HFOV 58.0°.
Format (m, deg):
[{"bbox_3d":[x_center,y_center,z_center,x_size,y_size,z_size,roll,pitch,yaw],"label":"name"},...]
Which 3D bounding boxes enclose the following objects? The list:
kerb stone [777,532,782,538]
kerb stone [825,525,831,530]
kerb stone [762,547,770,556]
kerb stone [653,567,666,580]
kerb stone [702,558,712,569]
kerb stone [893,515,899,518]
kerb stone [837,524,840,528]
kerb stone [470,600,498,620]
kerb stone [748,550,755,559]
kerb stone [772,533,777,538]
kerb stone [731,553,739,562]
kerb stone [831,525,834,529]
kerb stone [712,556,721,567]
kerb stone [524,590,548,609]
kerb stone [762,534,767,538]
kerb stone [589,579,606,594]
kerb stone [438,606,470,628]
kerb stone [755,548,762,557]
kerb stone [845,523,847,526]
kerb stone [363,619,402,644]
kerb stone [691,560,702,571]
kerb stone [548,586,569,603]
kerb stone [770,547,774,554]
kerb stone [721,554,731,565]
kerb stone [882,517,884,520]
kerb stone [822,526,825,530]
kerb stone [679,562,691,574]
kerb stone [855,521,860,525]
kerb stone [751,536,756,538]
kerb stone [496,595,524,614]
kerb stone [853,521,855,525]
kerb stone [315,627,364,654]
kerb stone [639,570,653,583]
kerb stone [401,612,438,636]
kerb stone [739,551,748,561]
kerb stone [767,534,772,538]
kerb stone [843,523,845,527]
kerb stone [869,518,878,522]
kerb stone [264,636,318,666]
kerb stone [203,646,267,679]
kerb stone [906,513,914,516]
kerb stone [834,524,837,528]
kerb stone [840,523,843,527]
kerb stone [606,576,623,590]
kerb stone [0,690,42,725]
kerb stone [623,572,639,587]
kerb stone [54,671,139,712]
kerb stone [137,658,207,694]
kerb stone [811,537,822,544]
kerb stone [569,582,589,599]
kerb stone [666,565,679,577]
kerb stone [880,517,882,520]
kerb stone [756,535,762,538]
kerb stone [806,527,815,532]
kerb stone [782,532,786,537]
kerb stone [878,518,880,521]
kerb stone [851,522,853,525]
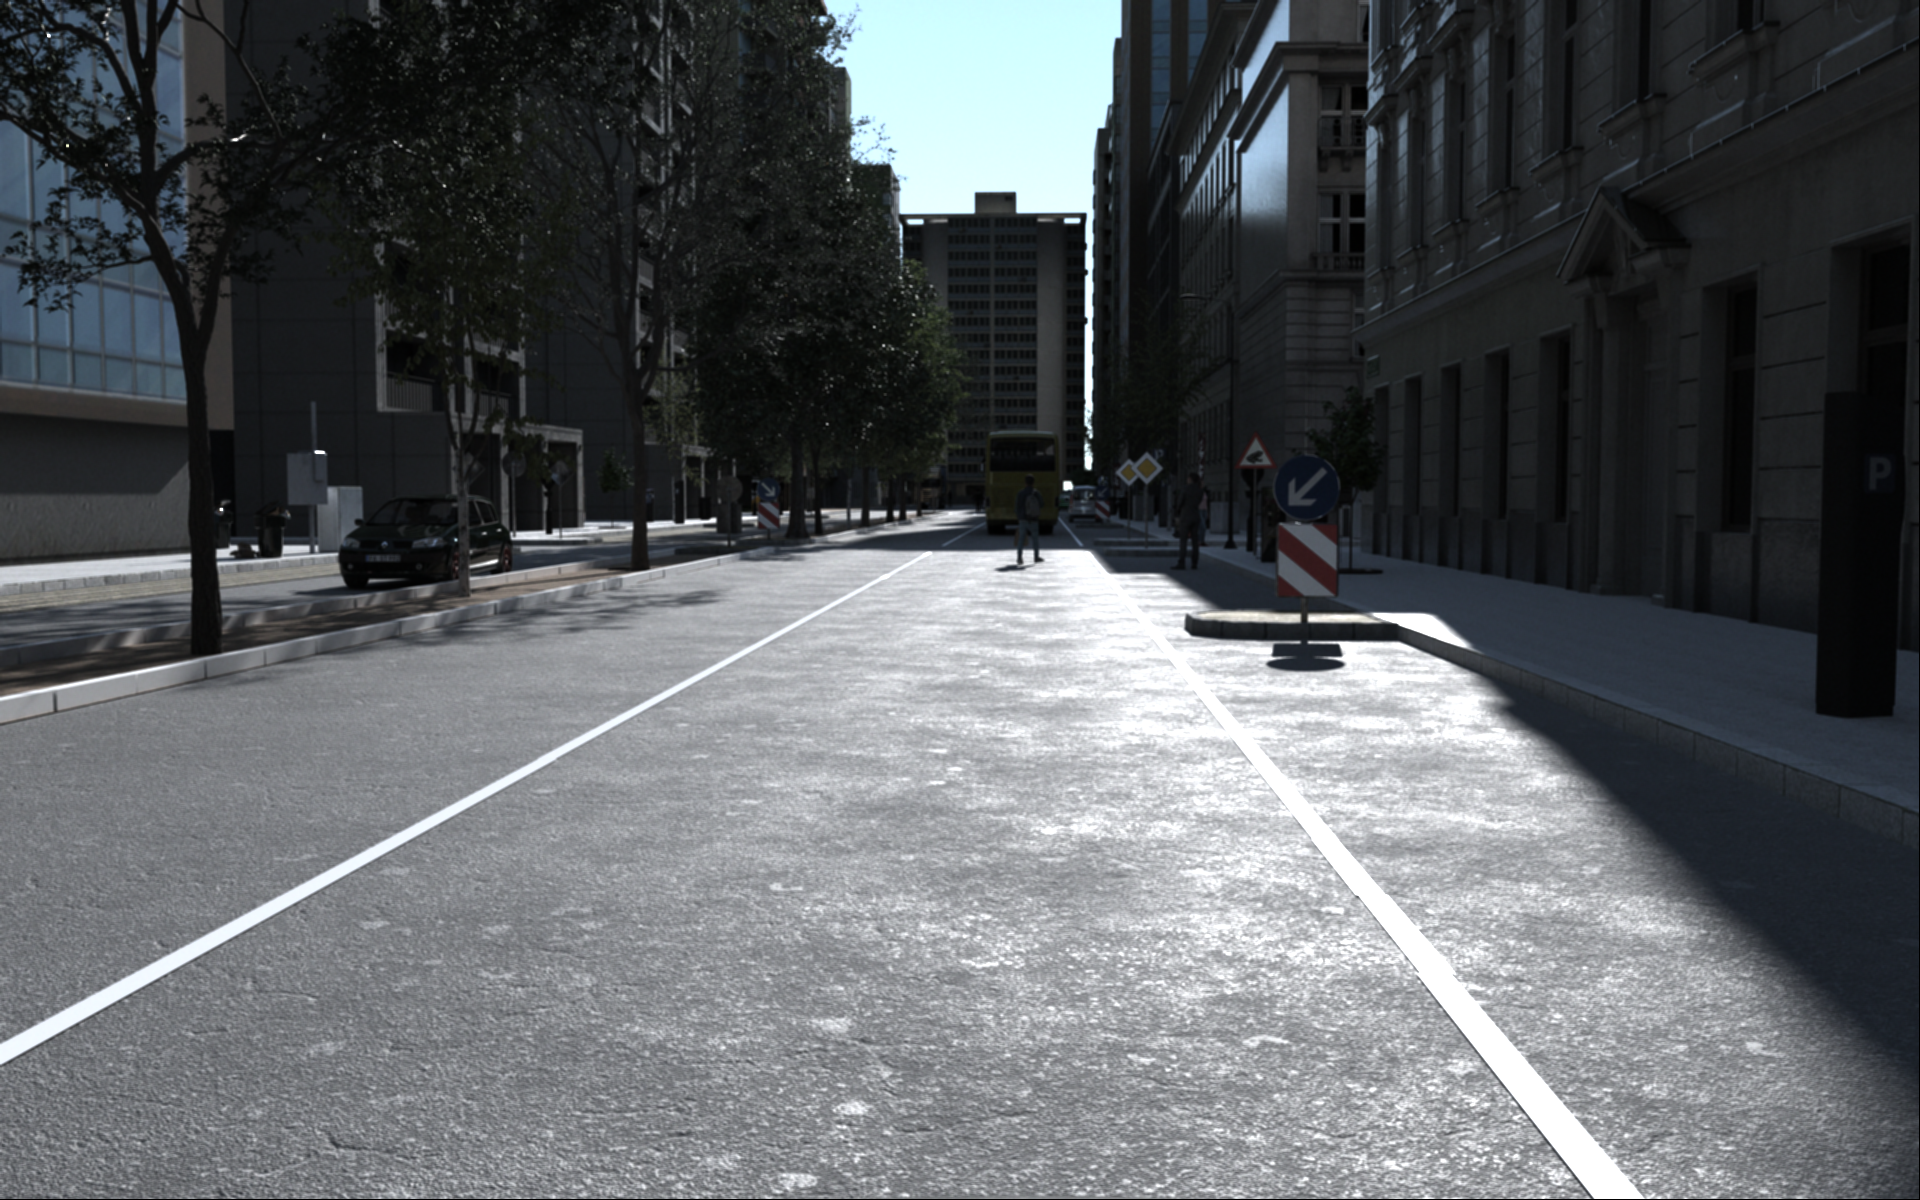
[{"bbox_3d":[-6.033,-2.099,56.518,0.120,0.150,1.000,0,4,3],"label":"kerb stone"},{"bbox_3d":[-5.432,-2.914,69.843,0.120,0.150,1.000,0,4,3],"label":"kerb stone"},{"bbox_3d":[-4.653,-1.121,40.532,0.120,0.150,1.000,0,4,3],"label":"kerb stone"},{"bbox_3d":[-5.172,-0.432,29.252,0.120,0.150,1.000,0,4,3],"label":"kerb stone"},{"bbox_3d":[-4.984,-0.683,33.360,0.120,0.150,1.000,0,4,3],"label":"kerb stone"},{"bbox_3d":[-3.849,-5.041,104.669,0.120,0.150,1.000,0,4,3],"label":"kerb stone"},{"bbox_3d":[-5.286,-3.094,72.918,0.120,0.150,1.000,0,4,3],"label":"kerb stone"},{"bbox_3d":[-5.594,0.138,20.043,0.120,0.150,1.000,0,4,3],"label":"kerb stone"},{"bbox_3d":[-4.753,-0.992,38.481,0.120,0.150,1.000,0,4,3],"label":"kerb stone"},{"bbox_3d":[-6.078,-2.036,55.493,0.120,0.150,1.000,0,4,3],"label":"kerb stone"},{"bbox_3d":[-4.839,-0.869,36.435,0.120,0.150,1.000,0,4,3],"label":"kerb stone"},{"bbox_3d":[-5.371,-2.977,70.867,0.120,0.150,1.000,0,4,3],"label":"kerb stone"},{"bbox_3d":[-4.943,-0.746,34.387,0.120,0.150,1.000,0,4,3],"label":"kerb stone"},{"bbox_3d":[-5.489,0.007,22.084,0.120,0.150,1.000,0,4,3],"label":"kerb stone"},{"bbox_3d":[-6.170,-1.909,53.450,0.120,0.150,1.000,0,4,3],"label":"kerb stone"},{"bbox_3d":[-5.359,-0.176,25.151,0.120,0.150,1.000,0,4,3],"label":"kerb stone"},{"bbox_3d":[-5.637,0.200,19.022,0.120,0.150,1.000,0,4,3],"label":"kerb stone"},{"bbox_3d":[-4.706,-1.055,39.506,0.120,0.150,1.000,0,4,3],"label":"kerb stone"},{"bbox_3d":[-5.150,-3.291,75.999,0.120,0.150,1.000,0,4,3],"label":"kerb stone"},{"bbox_3d":[-5.735,0.323,16.977,0.120,0.150,1.000,0,4,3],"label":"kerb stone"},{"bbox_3d":[-5.028,-0.618,32.334,0.120,0.150,1.000,0,4,3],"label":"kerb stone"},{"bbox_3d":[-5.442,-0.056,23.105,0.120,0.150,1.000,0,4,3],"label":"kerb stone"},{"bbox_3d":[-4.609,-1.184,41.553,0.120,0.150,1.000,0,4,3],"label":"kerb stone"},{"bbox_3d":[-4.886,-0.808,35.409,0.120,0.150,1.000,0,4,3],"label":"kerb stone"},{"bbox_3d":[-4.362,-4.354,93.408,0.120,0.150,1.000,0,4,3],"label":"kerb stone"},{"bbox_3d":[-5.511,-2.789,67.800,0.120,0.150,1.000,0,4,3],"label":"kerb stone"},{"bbox_3d":[-5.070,-0.557,31.312,0.120,0.150,1.000,0,4,3],"label":"kerb stone"},{"bbox_3d":[-4.908,-3.605,81.136,0.120,0.150,1.000,0,4,3],"label":"kerb stone"},{"bbox_3d":[-6.264,-1.786,51.398,0.120,0.150,1.000,0,4,3],"label":"kerb stone"},{"bbox_3d":[-5.537,0.069,21.063,0.120,0.150,1.000,0,4,3],"label":"kerb stone"},{"bbox_3d":[-5.007,-3.471,79.080,0.120,0.150,1.000,0,4,3],"label":"kerb stone"},{"bbox_3d":[-5.773,0.382,15.956,0.120,0.150,1.000,0,4,3],"label":"kerb stone"},{"bbox_3d":[-5.222,-0.368,28.224,0.120,0.150,1.000,0,4,3],"label":"kerb stone"},{"bbox_3d":[-5.684,0.257,17.998,0.120,0.150,1.000,0,4,3],"label":"kerb stone"},{"bbox_3d":[-4.791,-0.934,37.460,0.120,0.150,1.000,0,4,3],"label":"kerb stone"},{"bbox_3d":[-6.126,-1.969,54.471,0.120,0.150,1.000,0,4,3],"label":"kerb stone"},{"bbox_3d":[-5.193,-3.222,74.974,0.120,0.150,1.000,0,4,3],"label":"kerb stone"},{"bbox_3d":[-4.492,-4.163,90.333,0.120,0.150,1.000,0,4,3],"label":"kerb stone"},{"bbox_3d":[-5.820,0.445,14.929,0.120,0.150,1.000,0,4,3],"label":"kerb stone"},{"bbox_3d":[-5.868,0.508,13.908,0.120,0.150,1.000,0,4,3],"label":"kerb stone"},{"bbox_3d":[-3.327,-5.728,115.918,0.120,0.150,1.000,0,4,3],"label":"kerb stone"},{"bbox_3d":[-5.325,-3.037,71.896,0.120,0.150,1.000,0,4,3],"label":"kerb stone"},{"bbox_3d":[-5.241,-3.160,73.953,0.120,0.150,1.000,0,4,3],"label":"kerb stone"},{"bbox_3d":[-5.307,-0.243,26.171,0.120,0.150,1.000,0,4,3],"label":"kerb stone"},{"bbox_3d":[-6.014,0.694,10.845,0.120,0.150,1.000,0,4,3],"label":"kerb stone"},{"bbox_3d":[-5.252,-0.306,27.195,0.120,0.150,1.000,0,4,3],"label":"kerb stone"},{"bbox_3d":[-5.962,0.632,11.866,0.120,0.150,1.000,0,4,3],"label":"kerb stone"},{"bbox_3d":[-5.919,0.572,12.887,0.120,0.150,1.000,0,4,3],"label":"kerb stone"},{"bbox_3d":[-4.201,-1.717,50.282,0.120,0.150,1.000,0,4,3],"label":"kerb stone"},{"bbox_3d":[-5.398,-0.118,24.127,0.120,0.150,1.000,0,4,3],"label":"kerb stone"},{"bbox_3d":[-5.116,-0.494,30.275,0.120,0.150,1.000,0,4,3],"label":"kerb stone"},{"bbox_3d":[-4.397,-4.291,92.383,0.120,0.150,1.000,0,4,3],"label":"kerb stone"},{"bbox_3d":[-6.218,-1.842,52.429,0.120,0.150,1.000,0,4,3],"label":"kerb stone"},{"bbox_3d":[-5.656,-2.601,64.727,0.120,0.150,1.000,0,4,3],"label":"kerb stone"},{"bbox_3d":[-5.983,-2.162,57.546,0.120,0.150,1.000,0,4,3],"label":"kerb stone"},{"bbox_3d":[-4.446,-4.230,91.362,0.120,0.150,1.000,0,4,3],"label":"kerb stone"},{"bbox_3d":[-5.054,-3.416,78.053,0.120,0.150,1.000,0,4,3],"label":"kerb stone"}]
